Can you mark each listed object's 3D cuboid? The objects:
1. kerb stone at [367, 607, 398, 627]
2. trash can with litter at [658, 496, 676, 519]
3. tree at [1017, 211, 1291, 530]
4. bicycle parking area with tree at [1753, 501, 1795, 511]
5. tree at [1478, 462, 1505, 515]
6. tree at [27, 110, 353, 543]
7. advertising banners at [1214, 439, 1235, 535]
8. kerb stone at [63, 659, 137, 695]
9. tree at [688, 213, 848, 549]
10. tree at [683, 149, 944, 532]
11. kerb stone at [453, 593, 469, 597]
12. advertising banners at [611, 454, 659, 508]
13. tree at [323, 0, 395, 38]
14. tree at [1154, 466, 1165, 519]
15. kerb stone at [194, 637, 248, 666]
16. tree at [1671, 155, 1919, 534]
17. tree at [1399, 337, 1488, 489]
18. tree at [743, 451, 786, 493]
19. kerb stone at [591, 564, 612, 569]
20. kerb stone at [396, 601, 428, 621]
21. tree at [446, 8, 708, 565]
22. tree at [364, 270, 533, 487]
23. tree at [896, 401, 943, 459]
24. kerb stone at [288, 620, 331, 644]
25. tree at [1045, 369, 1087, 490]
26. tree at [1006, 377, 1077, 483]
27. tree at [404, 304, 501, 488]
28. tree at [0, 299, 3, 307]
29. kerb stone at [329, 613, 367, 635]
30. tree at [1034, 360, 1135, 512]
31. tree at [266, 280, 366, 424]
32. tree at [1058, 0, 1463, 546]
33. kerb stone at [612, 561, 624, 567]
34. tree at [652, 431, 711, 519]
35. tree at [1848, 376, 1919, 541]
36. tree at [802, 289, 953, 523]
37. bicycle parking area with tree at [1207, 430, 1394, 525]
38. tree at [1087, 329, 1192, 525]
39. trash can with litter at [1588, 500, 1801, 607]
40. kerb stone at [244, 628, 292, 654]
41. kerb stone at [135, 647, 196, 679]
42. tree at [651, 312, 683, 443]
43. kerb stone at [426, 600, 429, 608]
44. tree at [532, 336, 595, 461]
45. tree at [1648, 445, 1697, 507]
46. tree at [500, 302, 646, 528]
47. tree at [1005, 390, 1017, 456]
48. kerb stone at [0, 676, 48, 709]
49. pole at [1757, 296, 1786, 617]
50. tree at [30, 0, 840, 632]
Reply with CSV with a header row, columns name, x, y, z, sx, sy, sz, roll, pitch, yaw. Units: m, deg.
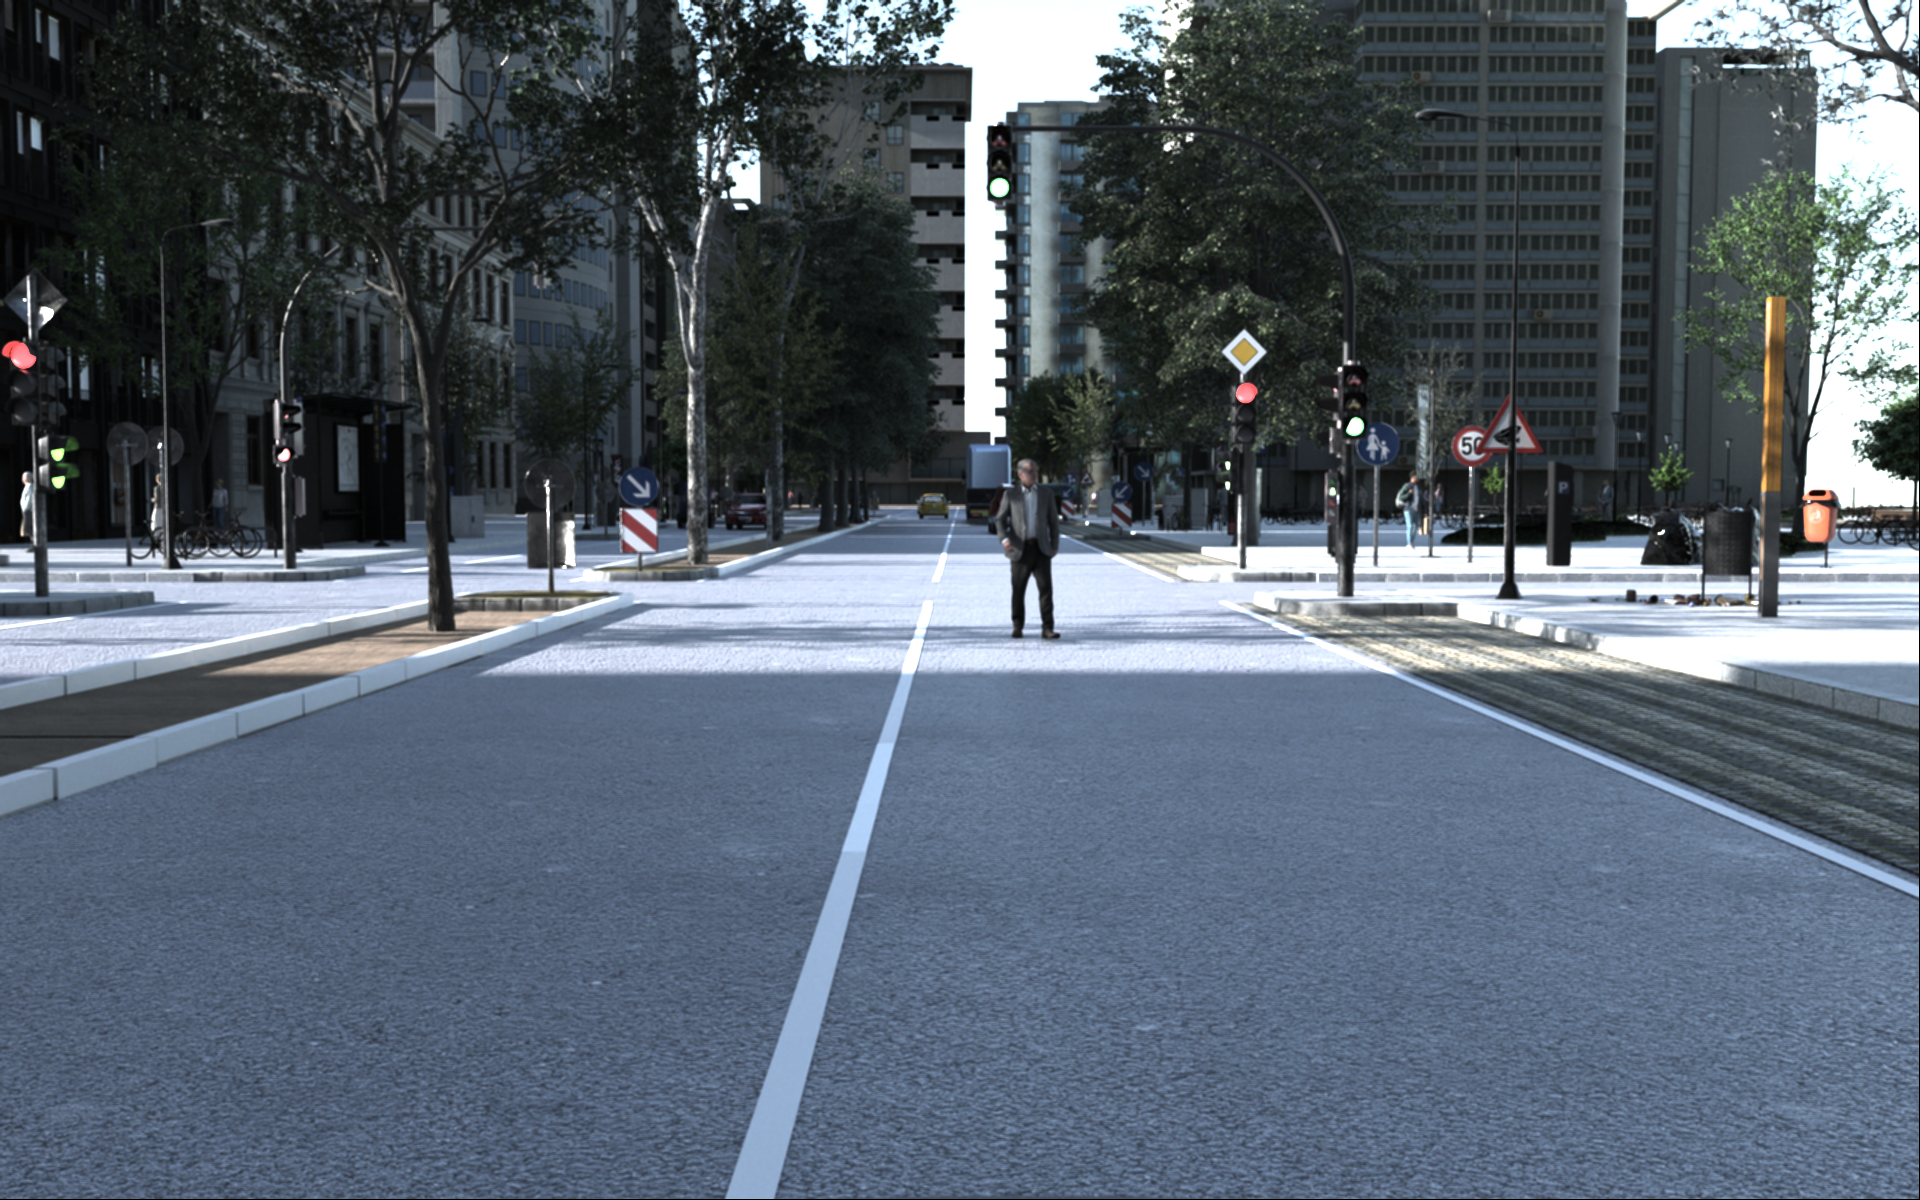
name,x,y,z,sx,sy,sz,roll,pitch,yaw
kerb stone,-6.389,0.205,18.918,0.120,0.150,1.000,0,3,0
trash can with litter,-14.977,-4.698,88.205,1.055,1.170,0.624,2,4,31
tree,8.303,-8.329,61.941,9.928,11.665,9.643,0,3,0
bicycle parking area with tree,32.384,-5.713,80.417,8.231,4.147,9.016,-3,5,-41
tree,32.363,-6.722,104.499,1.663,3.219,1.824,0,3,0
tree,-20.230,-7.356,46.033,9.928,11.665,9.643,0,3,0
advertising banners,8.563,-3.548,54.190,0.090,3.025,2.074,-2,4,-29
kerb stone,-6.389,0.576,12.774,0.120,0.150,1.000,0,3,0
tree,-4.897,-5.599,44.364,4.737,8.622,4.395,0,3,0
tree,-5.039,-9.536,65.027,9.857,13.997,8.962,0,3,0
kerb stone,-6.381,0.013,21.991,0.120,0.150,1.000,0,3,0
advertising banners,-14.405,-4.928,76.759,2.074,3.025,0.090,-1,4,-12
tree,-5.278,-5.708,6.160,12.009,13.543,11.850,0,3,0
tree,9.753,-5.762,88.816,1.663,3.219,1.824,0,3,0
kerb stone,-6.388,0.451,14.822,0.120,0.150,1.000,0,3,0
tree,26.522,-7.872,54.468,9.928,11.665,9.643,0,3,0
tree,22.619,-8.056,82.073,4.360,8.622,3.978,0,3,0
tree,-14.504,-8.885,128.979,4.285,4.588,4.351,0,3,0
kerb stone,-6.380,-0.517,30.708,0.120,0.150,1.000,0,3,0
kerb stone,-6.378,0.138,19.946,0.120,0.150,1.000,0,3,0
tree,-6.516,-10.820,35.256,12.611,20.169,13.585,0,3,0
tree,-16.723,-6.520,56.972,4.360,8.622,3.978,0,3,0
tree,-5.054,-9.602,93.864,8.767,10.594,7.601,0,3,0
kerb stone,-6.394,0.326,16.866,0.120,0.150,1.000,0,3,0
tree,7.213,-9.212,100.975,4.737,8.622,4.395,0,3,0
tree,8.048,-15.199,166.628,7.486,12.596,7.792,0,3,0
tree,-19.655,-7.190,67.918,4.737,8.622,4.395,0,3,0
tree,-21.135,-5.145,34.480,4.737,8.622,4.395,0,3,0
kerb stone,-6.390,0.263,17.896,0.120,0.150,1.000,0,3,0
tree,8.555,-11.382,120.513,7.601,10.594,8.767,1,4,20
tree,-21.704,-6.652,59.126,4.360,8.622,3.978,0,3,0
tree,7.207,-8.319,42.673,9.857,13.997,8.962,0,3,0
kerb stone,-6.369,-0.583,31.730,0.120,0.150,1.000,0,3,0
tree,-14.728,-6.541,90.656,4.285,4.588,4.351,0,3,0
tree,26.516,-3.921,47.828,4.285,4.588,4.351,0,3,0
tree,-5.159,-10.119,84.913,9.611,12.733,9.660,0,3,0
bicycle parking area with tree,15.594,-5.405,75.366,9.016,4.147,8.231,0,4,-1
tree,7.960,-7.396,71.285,4.737,8.622,4.395,0,3,0
trash can with litter,8.605,-0.568,20.343,2.233,1.210,1.678,2,4,31
kerb stone,-6.388,0.388,15.844,0.120,0.150,1.000,0,3,0
kerb stone,-6.389,0.517,13.801,0.120,0.150,1.000,0,3,0
tree,-13.906,-12.091,104.345,9.857,13.997,8.962,0,3,0
kerb stone,-6.382,0.076,20.969,0.120,0.150,1.000,0,3,0
tree,-19.165,-7.999,81.142,4.360,8.622,3.978,0,3,0
tree,28.158,-4.535,68.756,1.663,3.219,1.824,0,3,0
tree,-14.134,-7.056,65.726,4.737,8.622,4.395,0,3,0
tree,7.518,-13.253,142.441,9.928,11.665,9.643,0,3,0
kerb stone,-6.397,0.643,11.752,0.120,0.150,1.000,0,3,0
pole,8.449,-1.479,18.021,0.158,3.312,0.155,0,3,0
tree,-5.372,-4.966,18.057,8.767,10.594,7.601,0,3,0
